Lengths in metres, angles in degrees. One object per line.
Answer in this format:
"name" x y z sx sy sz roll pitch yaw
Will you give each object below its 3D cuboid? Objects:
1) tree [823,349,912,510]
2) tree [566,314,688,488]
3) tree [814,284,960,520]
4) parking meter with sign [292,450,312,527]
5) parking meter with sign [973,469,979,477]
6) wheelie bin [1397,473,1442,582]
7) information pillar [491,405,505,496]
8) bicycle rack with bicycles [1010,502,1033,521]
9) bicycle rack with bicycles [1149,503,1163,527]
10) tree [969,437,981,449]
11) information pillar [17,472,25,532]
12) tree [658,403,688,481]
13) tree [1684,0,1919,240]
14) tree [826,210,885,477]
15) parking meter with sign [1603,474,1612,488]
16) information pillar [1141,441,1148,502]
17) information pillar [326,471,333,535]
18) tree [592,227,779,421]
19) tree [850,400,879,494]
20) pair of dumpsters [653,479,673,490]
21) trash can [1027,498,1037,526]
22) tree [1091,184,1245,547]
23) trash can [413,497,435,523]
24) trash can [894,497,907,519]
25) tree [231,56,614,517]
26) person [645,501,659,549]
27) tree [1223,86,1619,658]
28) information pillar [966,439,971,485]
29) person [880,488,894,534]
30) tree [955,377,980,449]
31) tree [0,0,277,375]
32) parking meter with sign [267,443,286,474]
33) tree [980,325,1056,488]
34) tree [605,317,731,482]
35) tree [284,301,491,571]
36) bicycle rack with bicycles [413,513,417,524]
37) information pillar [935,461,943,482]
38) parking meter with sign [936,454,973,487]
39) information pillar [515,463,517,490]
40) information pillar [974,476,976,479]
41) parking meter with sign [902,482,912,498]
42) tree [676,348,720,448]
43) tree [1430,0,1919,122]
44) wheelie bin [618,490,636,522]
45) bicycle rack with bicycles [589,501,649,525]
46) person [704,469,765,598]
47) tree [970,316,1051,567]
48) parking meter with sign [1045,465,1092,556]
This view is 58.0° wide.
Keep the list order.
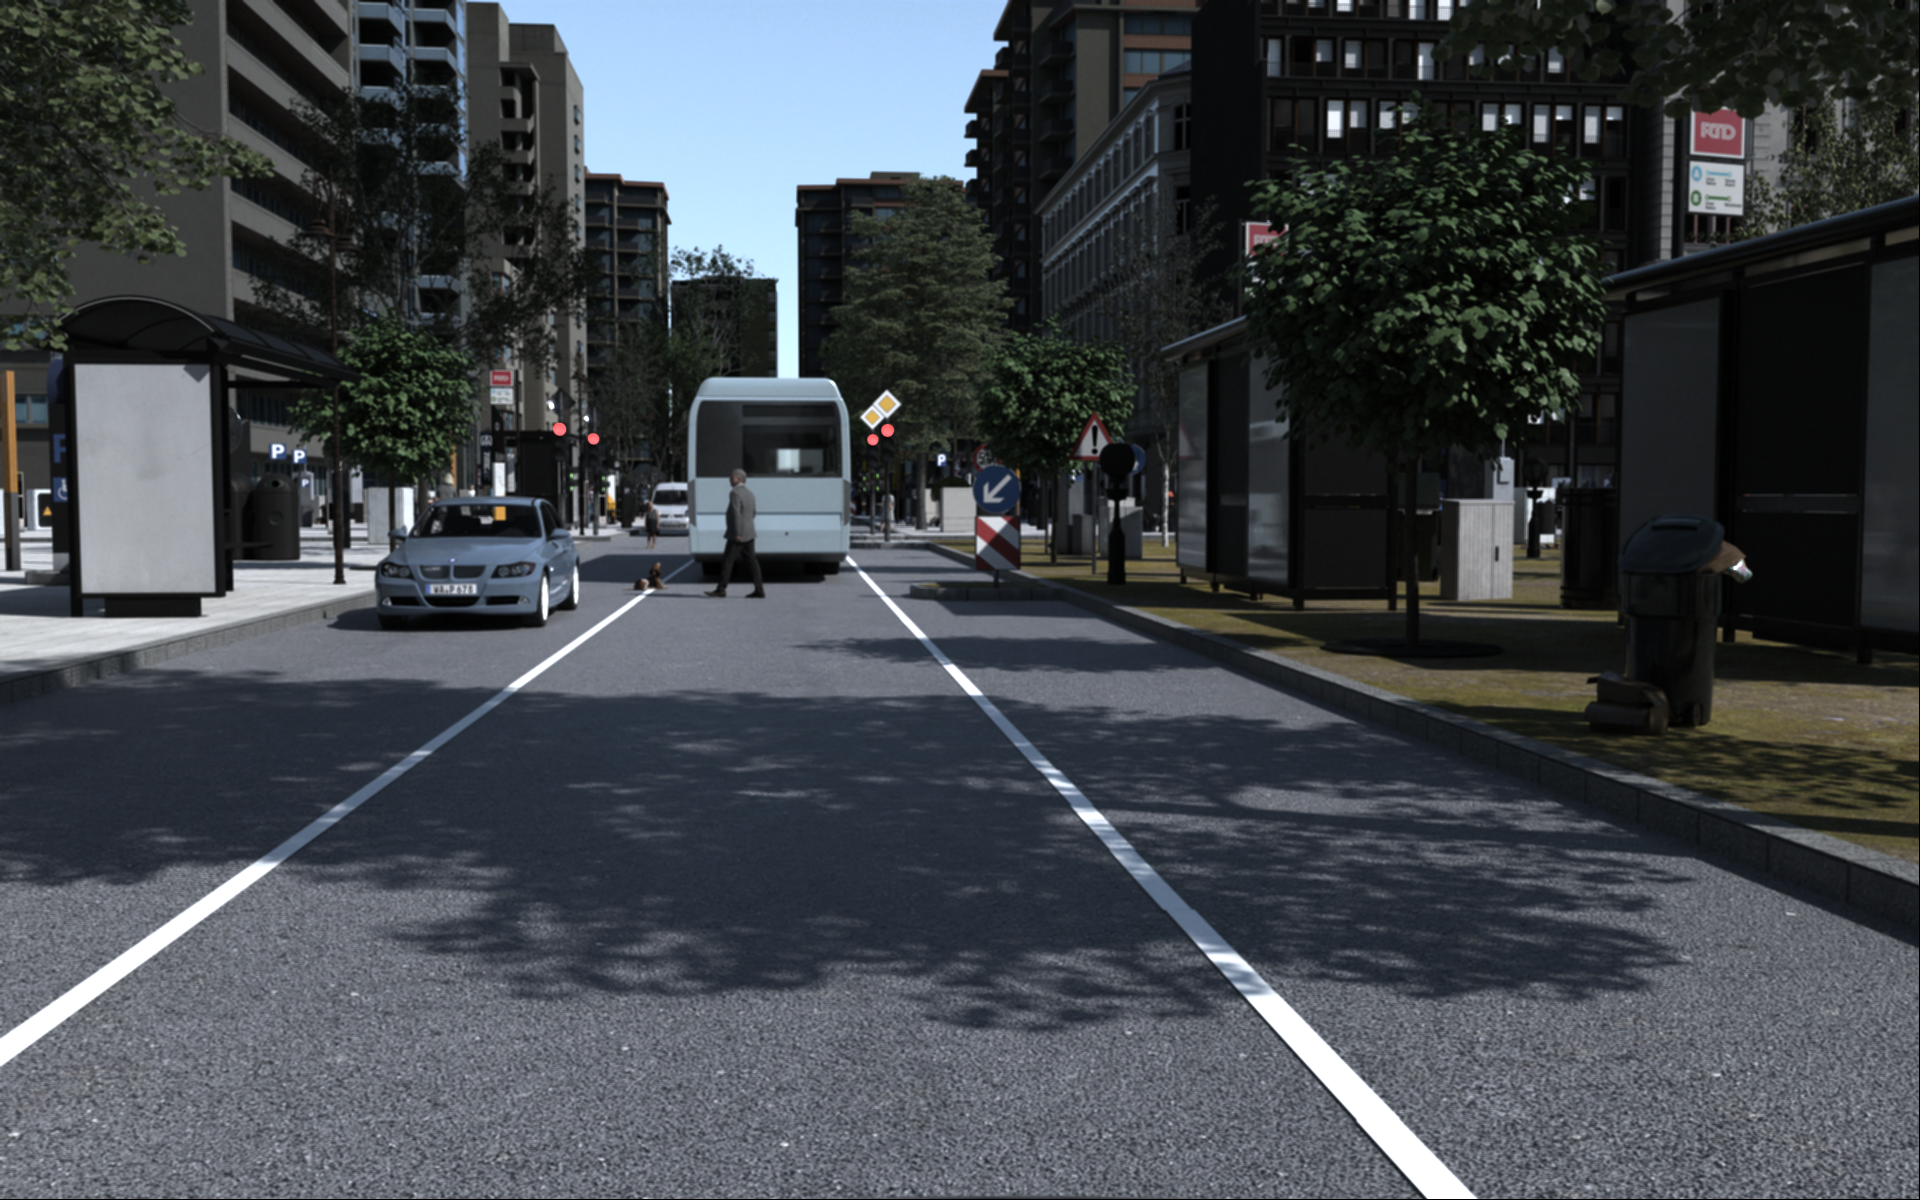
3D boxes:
"tree" -8.464 -14.474 143.312 9.857 13.997 8.962 0 3 0
"tree" -13.731 -7.327 70.160 4.360 8.622 3.978 0 3 0
"tree" -3.547 -9.765 85.420 9.928 11.665 9.643 0 3 0
"parking meter with sign" -25.495 -4.342 67.249 0.543 3.016 1.738 -2 4 -30
"parking meter with sign" 0.639 -7.575 120.113 0.543 3.016 1.738 2 4 33
"wheelie bin" 6.704 -1.081 25.584 0.980 1.594 0.693 1 4 11
"information pillar" -12.189 -3.326 45.731 0.183 3.616 0.504 1 4 18
"bicycle rack with bicycles" 2.332 -4.146 81.172 2.852 0.926 2.925 0 4 -4
"bicycle rack with bicycles" 8.157 -3.279 66.986 2.852 0.926 2.925 -2 4 -23
"tree" 2.778 -10.563 123.071 4.737 8.622 4.395 0 3 0
"information pillar" -31.736 -3.291 58.301 0.304 2.012 0.304 3 4 37
"tree" -24.157 -15.167 164.996 9.611 12.733 9.660 0 3 0
"tree" 12.929 -4.583 25.289 4.737 8.622 4.395 0 3 0
"tree" -1.124 -8.757 61.303 7.486 12.596 7.792 0 3 0
"parking meter with sign" 25.232 -4.326 66.997 1.738 3.016 0.543 -2 4 -26
"information pillar" 8.123 -5.187 76.158 0.183 3.616 0.504 -2 4 -24
"information pillar" -19.872 -3.080 54.845 0.304 2.012 0.304 -1 4 -16
"tree" -19.515 -16.354 123.279 12.611 20.169 13.585 0 3 0
"tree" -6.005 -10.200 117.132 4.737 8.622 4.395 0 3 0
"pair of dumpsters" -19.124 -6.730 112.528 1.574 2.255 4.437 0 4 -6
"trash can" 3.038 -3.566 69.964 0.748 1.137 0.748 0 3 0
"tree" 5.245 -5.614 42.159 4.360 8.622 3.978 0 3 0
"trash can" -21.354 -3.493 68.765 0.748 1.137 0.748 0 3 0
"trash can" -3.099 -4.791 89.988 0.748 1.137 0.748 0 3 0
"tree" -11.187 -6.237 36.394 8.767 10.594 7.601 0 4 2
"person" -8.098 -1.979 45.525 0.362 1.253 0.373 0 4 -1
"tree" 3.784 -1.863 14.168 4.285 4.588 4.351 0 3 0
"information pillar" 0.330 -4.798 69.808 0.183 3.616 0.504 -1 4 -16
"person" -2.401 -2.921 57.257 0.512 1.701 0.522 -2 4 -26
"tree" 1.749 -9.431 104.564 4.360 8.622 3.978 0 3 0
"tree" -8.010 -5.718 11.611 7.486 12.596 7.792 0 3 0
"parking meter with sign" -23.873 -3.923 60.405 0.543 3.016 1.738 -2 4 -28
"tree" 3.553 -7.621 74.962 4.360 8.622 3.978 0 3 0
"tree" -17.280 -10.813 102.542 9.928 11.665 9.643 0 3 0
"tree" -9.641 -2.807 29.611 4.285 4.588 4.351 0 3 0
"bicycle rack with bicycles" -20.624 -3.175 65.297 2.852 0.926 2.925 1 4 17
"information pillar" -1.257 -6.889 103.986 0.504 3.616 0.183 1 4 22
"parking meter with sign" -0.302 -4.764 74.146 0.543 3.016 1.738 -3 4 -39
"information pillar" -31.001 -7.931 121.029 0.504 3.616 0.183 3 5 39
"information pillar" 0.738 -4.133 72.062 0.304 2.012 0.304 1 4 10
"parking meter with sign" -3.229 -6.862 108.451 1.738 3.016 0.543 2 4 28
"tree" -15.493 -9.497 89.693 8.767 10.594 7.601 -1 4 -20
"tree" 4.332 -5.342 5.467 7.486 12.596 7.792 0 3 0
"wheelie bin" -15.149 -4.338 78.841 0.693 1.594 0.980 -3 5 -44
"bicycle rack with bicycles" -15.198 -3.639 72.887 2.925 0.926 2.852 -3 5 -39
"person" -3.104 -0.917 23.894 0.834 1.777 0.661 1 4 10
"tree" 1.657 -2.901 31.142 4.285 4.588 4.351 0 3 0
"parking meter with sign" 2.274 -2.476 36.740 0.543 3.016 1.738 -2 4 -29
